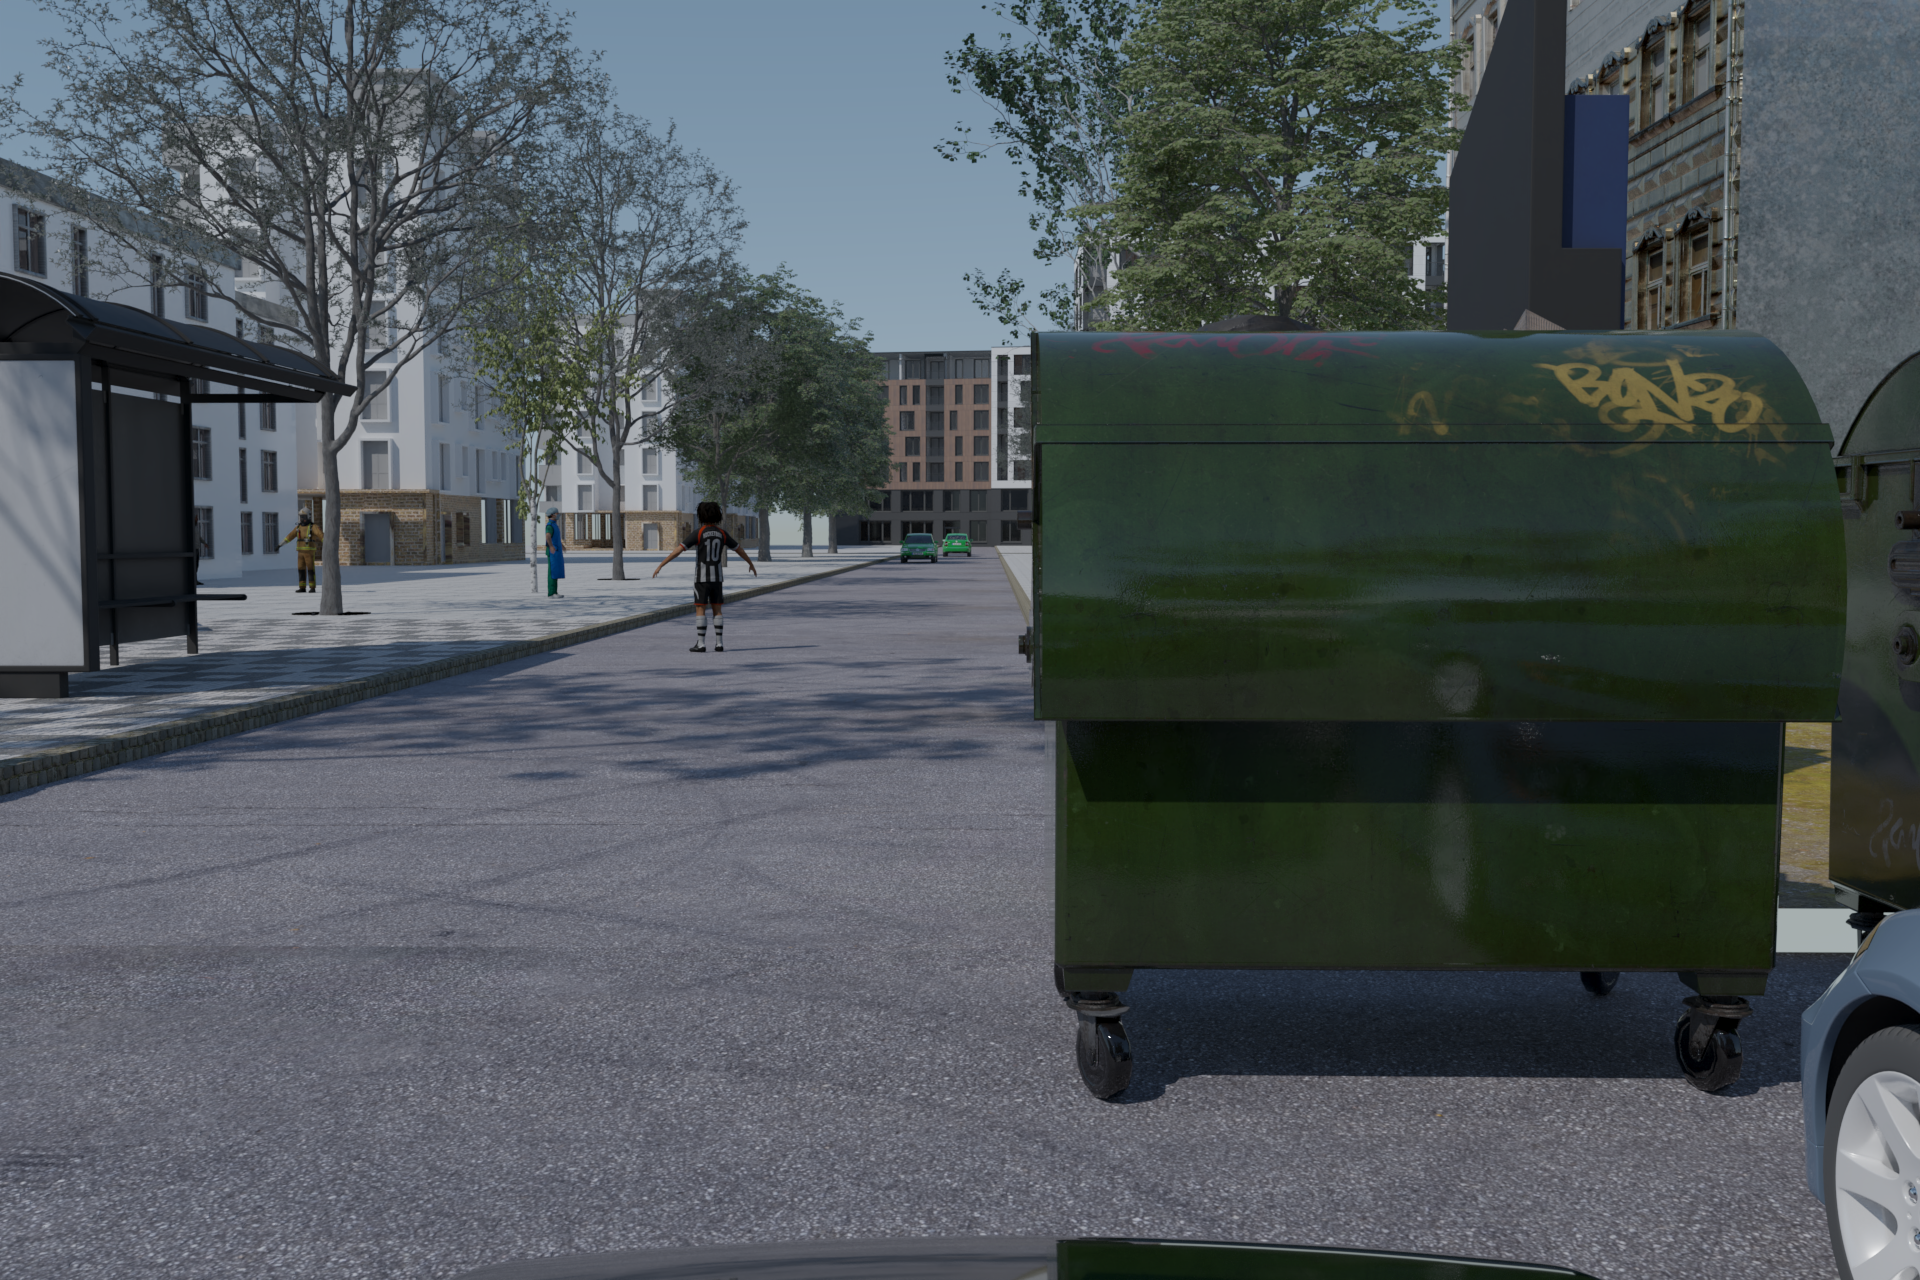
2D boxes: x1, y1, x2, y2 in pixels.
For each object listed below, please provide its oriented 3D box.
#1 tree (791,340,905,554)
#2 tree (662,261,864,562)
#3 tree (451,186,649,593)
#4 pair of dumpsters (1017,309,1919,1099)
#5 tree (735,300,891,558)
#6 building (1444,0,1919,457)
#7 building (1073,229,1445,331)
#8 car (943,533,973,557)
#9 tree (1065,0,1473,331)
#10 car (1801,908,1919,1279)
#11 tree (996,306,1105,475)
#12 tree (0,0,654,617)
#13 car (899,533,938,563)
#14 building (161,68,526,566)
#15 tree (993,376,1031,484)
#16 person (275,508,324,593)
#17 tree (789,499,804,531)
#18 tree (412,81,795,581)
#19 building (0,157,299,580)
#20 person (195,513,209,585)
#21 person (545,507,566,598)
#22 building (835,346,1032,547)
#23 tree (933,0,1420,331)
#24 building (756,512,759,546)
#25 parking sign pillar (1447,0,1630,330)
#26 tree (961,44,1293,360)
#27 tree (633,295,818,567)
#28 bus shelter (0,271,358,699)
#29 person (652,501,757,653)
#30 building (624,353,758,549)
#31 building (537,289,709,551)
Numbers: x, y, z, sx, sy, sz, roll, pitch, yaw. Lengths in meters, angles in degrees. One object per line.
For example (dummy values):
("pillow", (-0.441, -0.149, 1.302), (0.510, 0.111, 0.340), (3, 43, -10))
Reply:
("tree", (-8.209, -12.579, 112.328), (9.857, 13.997, 8.962), (0, 3, 0))
("tree", (-9.149, -10.588, 79.762), (9.857, 13.997, 8.962), (0, 3, 0))
("tree", (-9.152, -5.351, 37.849), (4.737, 8.622, 4.395), (0, 3, 0))
("pair of dumpsters", (2.378, 0.007, 4.829), (4.436, 2.255, 1.574), (0, 4, 1))
("tree", (-8.458, -11.478, 94.327), (9.857, 13.997, 8.962), (0, 3, 0))
("building", (22.166, -12.616, 37.204), (19.493, 23.208, 18.063), (0, 4, 1))
("building", (22.538, -17.665, 132.797), (27.936, 21.610, 32.646), (0, 4, 1))
("car", (-0.168, -6.165, 109.590), (1.959, 1.807, 4.718), (0, 4, 1))
("tree", (5.486, -6.832, 29.823), (7.486, 12.596, 7.792), (0, 3, 0))
("car", (2.384, 0.653, 1.321), (2.014, 1.417, 4.499), (0, 4, 1))
("tree", (6.983, -11.175, 93.074), (12.009, 13.543, 11.850), (0, 3, 0))
("tree", (-9.811, -7.136, 27.050), (12.009, 13.543, 11.850), (0, 3, 0))
("car", (-2.039, -4.773, 86.839), (1.959, 1.807, 4.718), (0, 4, 1))
("building", (-26.430, -13.181, 71.924), (16.016, 20.090, 11.380), (0, 4, 0))
("tree", (7.452, -11.994, 106.473), (12.009, 13.543, 11.850), (0, 3, 0))
("person", (-14.270, -1.957, 37.767), (1.354, 1.858, 0.705), (1, 4, 12))
("tree", (-18.192, -15.317, 200.787), (4.737, 8.622, 4.395), (0, 3, 0))
("tree", (-9.598, -8.395, 47.621), (12.009, 13.543, 11.850), (0, 3, 0))
("building", (-25.765, -6.678, 51.329), (9.099, 9.664, 28.070), (0, 4, 0))
("person", (-19.193, -2.282, 43.433), (0.705, 1.813, 1.348), (0, 4, -3))
("person", (-8.100, -1.744, 34.648), (0.704, 1.817, 1.347), (0, 4, -3))
("building", (3.566, -21.728, 201.685), (32.646, 21.610, 27.936), (1, 4, 10))
("tree", (5.483, -11.570, 45.066), (12.611, 20.169, 13.585), (0, 3, 0))
("building", (-26.075, -19.222, 170.694), (16.016, 20.090, 11.380), (0, 4, 2))
("parking sign pillar", (2.702, -1.211, 8.270), (1.447, 3.967, 1.447), (0, 3, 0))
("tree", (6.517, -12.855, 66.075), (12.611, 20.169, 13.585), (0, 3, 0))
("tree", (-8.856, -8.085, 66.599), (8.767, 10.594, 7.601), (3, 4, 36))
("bus shelter", (-7.519, -1.349, 15.977), (2.014, 3.302, 5.546), (0, 4, 1))
("person", (-3.061, -0.760, 21.030), (1.345, 1.843, 0.704), (-2, 4, -30))
("building", (-24.582, -18.077, 151.973), (16.016, 20.090, 11.380), (0, 4, 2))
("building", (-26.710, -17.032, 134.891), (16.016, 20.090, 11.380), (0, 4, 2))
